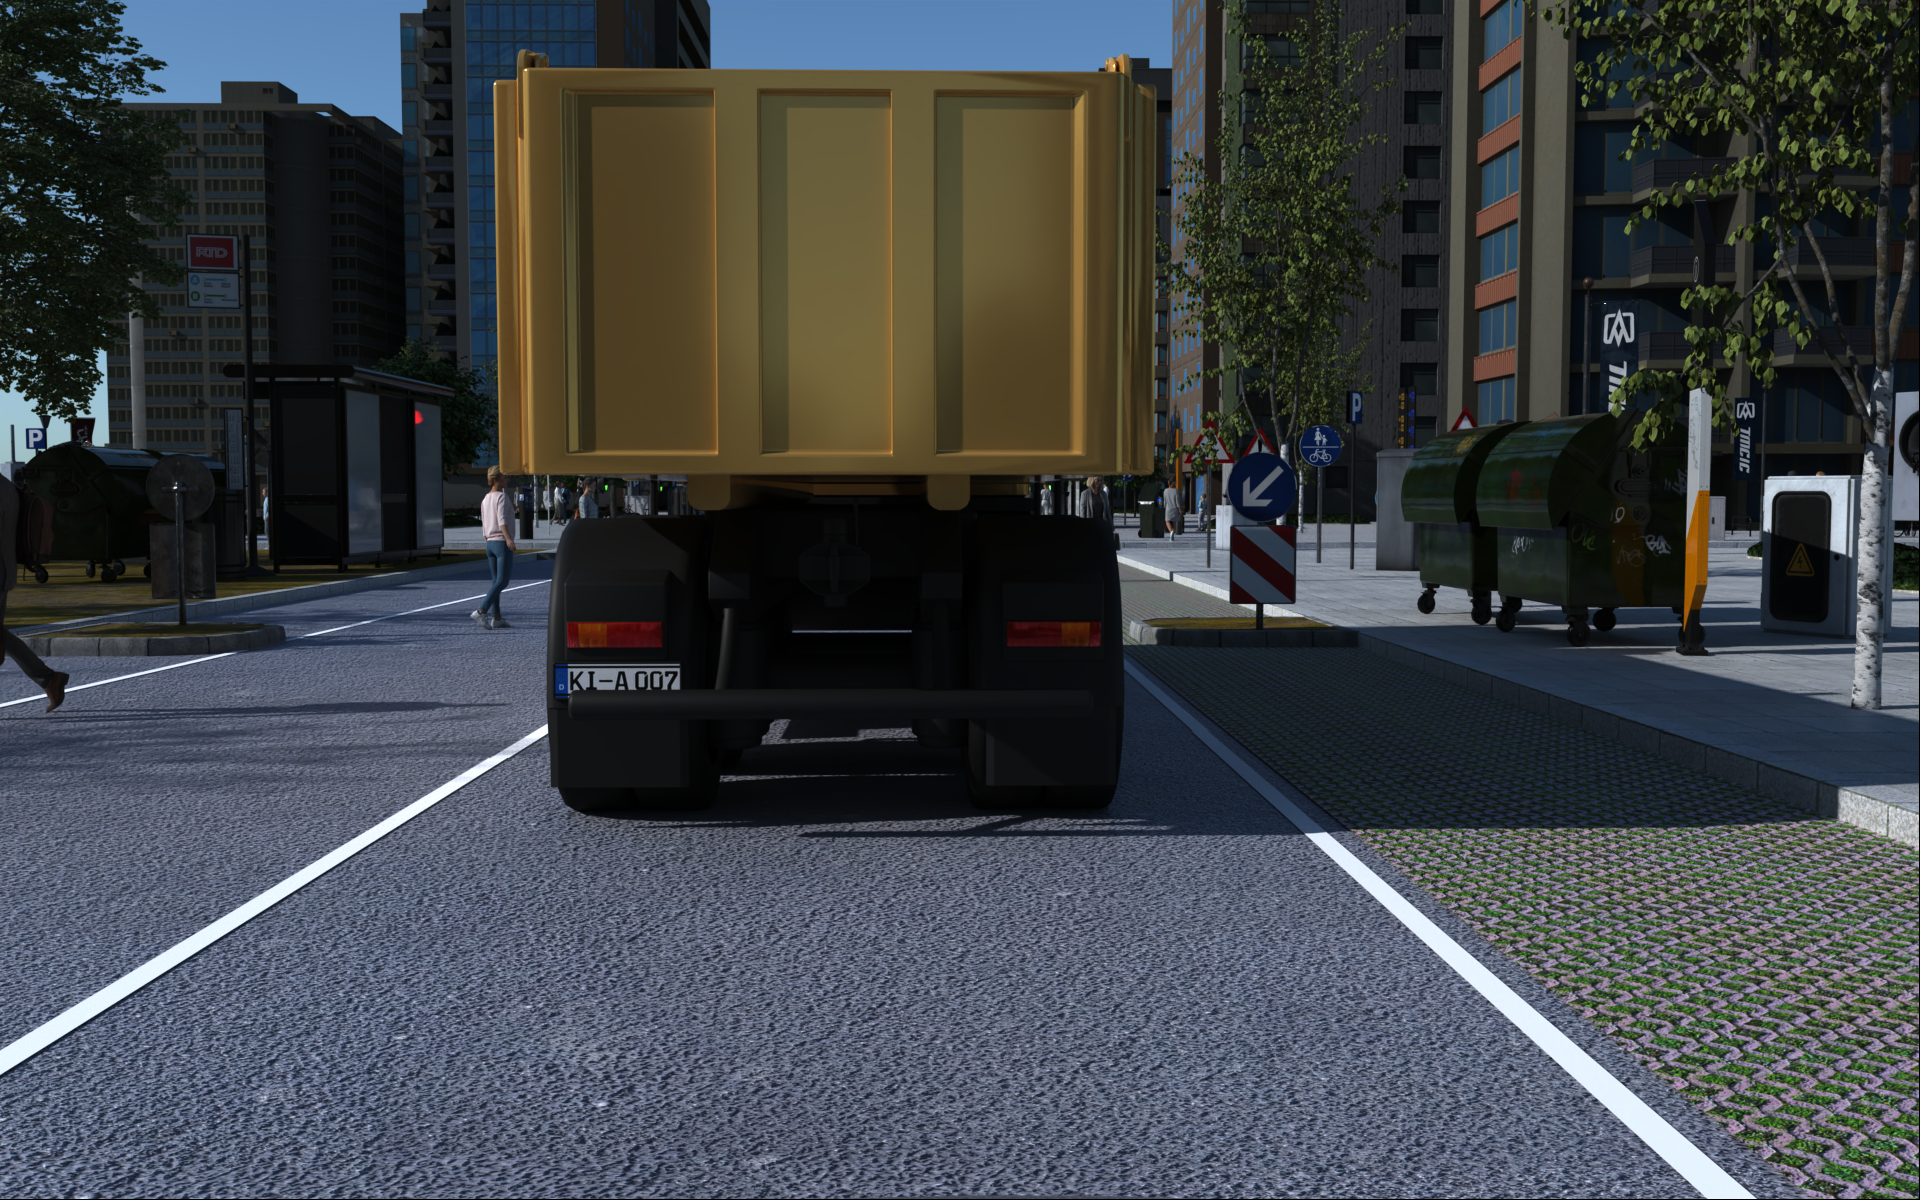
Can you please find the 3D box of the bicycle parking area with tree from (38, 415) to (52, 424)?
[{"bbox_3d":[-35.776,-4.617,62.484,8.231,4.147,9.016,0,4,7],"label":"bicycle parking area with tree"}]

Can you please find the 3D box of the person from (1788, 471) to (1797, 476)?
[{"bbox_3d":[18.892,-2.034,39.403,0.391,1.810,0.635,-1,4,-13],"label":"person"}]

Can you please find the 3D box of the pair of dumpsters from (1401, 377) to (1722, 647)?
[{"bbox_3d":[5.566,-0.856,16.484,1.574,2.255,4.437,0,4,-1],"label":"pair of dumpsters"}]

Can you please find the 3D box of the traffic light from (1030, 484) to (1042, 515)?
[{"bbox_3d":[2.130,-3.559,47.103,0.839,4.253,0.868,0,4,-1],"label":"traffic light"}]

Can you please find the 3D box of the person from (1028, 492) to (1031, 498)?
[{"bbox_3d":[4.176,-6.161,106.882,0.679,1.850,0.850,1,4,12],"label":"person"}]

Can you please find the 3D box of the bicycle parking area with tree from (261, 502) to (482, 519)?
[{"bbox_3d":[-24.638,-5.364,74.708,8.231,4.147,9.016,2,4,33],"label":"bicycle parking area with tree"}]

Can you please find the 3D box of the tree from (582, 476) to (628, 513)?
[{"bbox_3d":[-16.939,-6.126,83.876,4.285,4.588,4.351,0,3,0],"label":"tree"}]

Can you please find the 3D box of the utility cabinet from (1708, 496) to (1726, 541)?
[{"bbox_3d":[20.552,-2.241,47.794,1.020,1.237,0.306,1,4,15],"label":"utility cabinet"}]

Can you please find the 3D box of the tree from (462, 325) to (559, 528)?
[{"bbox_3d":[-15.876,-7.053,65.684,4.737,8.622,4.395,0,3,0],"label":"tree"}]

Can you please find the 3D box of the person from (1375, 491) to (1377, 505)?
[{"bbox_3d":[16.607,-3.783,68.244,0.601,1.785,0.444,-1,4,-12],"label":"person"}]

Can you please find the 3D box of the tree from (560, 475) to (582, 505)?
[{"bbox_3d":[-21.217,-6.133,94.883,1.663,3.219,1.824,0,3,0],"label":"tree"}]

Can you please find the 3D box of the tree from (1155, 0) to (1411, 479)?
[{"bbox_3d":[4.722,-4.599,25.555,4.737,8.622,4.395,0,3,0],"label":"tree"}]

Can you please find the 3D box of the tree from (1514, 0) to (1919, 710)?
[{"bbox_3d":[5.327,-3.667,10.316,4.737,8.622,4.395,0,3,0],"label":"tree"}]

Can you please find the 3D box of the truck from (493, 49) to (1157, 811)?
[{"bbox_3d":[-0.646,-0.951,11.477,3.469,3.379,9.791,0,4,-2],"label":"truck"}]

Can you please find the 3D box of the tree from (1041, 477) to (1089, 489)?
[{"bbox_3d":[4.441,-6.619,91.927,4.285,4.588,4.351,0,3,0],"label":"tree"}]

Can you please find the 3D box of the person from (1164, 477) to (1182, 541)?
[{"bbox_3d":[5.755,-2.447,46.804,0.466,1.731,0.760,0,4,-5],"label":"person"}]

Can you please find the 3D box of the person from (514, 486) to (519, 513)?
[{"bbox_3d":[-25.128,-5.604,98.411,0.760,1.731,0.466,2,4,27],"label":"person"}]

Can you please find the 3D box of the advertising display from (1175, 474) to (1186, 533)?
[{"bbox_3d":[7.180,-3.133,56.435,0.123,1.923,0.974,1,4,22],"label":"advertising display"}]

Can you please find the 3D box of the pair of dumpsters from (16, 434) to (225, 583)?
[{"bbox_3d":[-12.816,-1.489,26.841,1.574,2.255,4.437,0,4,-1],"label":"pair of dumpsters"}]

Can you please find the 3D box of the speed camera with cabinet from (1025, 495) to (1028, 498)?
[{"bbox_3d":[3.519,-6.369,98.471,0.660,3.252,2.038,0,4,-3],"label":"speed camera with cabinet"}]

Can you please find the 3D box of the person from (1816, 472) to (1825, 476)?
[{"bbox_3d":[19.064,-1.952,38.309,0.624,1.780,0.694,2,4,24],"label":"person"}]

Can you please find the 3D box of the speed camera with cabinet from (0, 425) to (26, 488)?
[{"bbox_3d":[-27.199,-3.328,48.742,0.660,3.252,2.038,2,4,32],"label":"speed camera with cabinet"}]

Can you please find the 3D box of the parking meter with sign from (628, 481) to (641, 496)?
[{"bbox_3d":[-12.831,-4.410,68.360,0.543,3.016,1.738,-1,4,-23],"label":"parking meter with sign"}]

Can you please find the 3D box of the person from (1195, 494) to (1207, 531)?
[{"bbox_3d":[8.309,-3.015,59.614,0.394,1.301,0.425,2,4,27],"label":"person"}]

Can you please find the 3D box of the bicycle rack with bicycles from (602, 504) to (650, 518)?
[{"bbox_3d":[-11.992,-2.909,60.943,2.925,0.926,2.852,-1,4,-8],"label":"bicycle rack with bicycles"}]

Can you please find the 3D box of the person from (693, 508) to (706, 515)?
[{"bbox_3d":[-11.655,-4.044,77.664,1.012,1.151,0.738,-2,4,-34],"label":"person"}]

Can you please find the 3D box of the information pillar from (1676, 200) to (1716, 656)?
[{"bbox_3d":[5.848,-1.366,13.695,0.183,3.616,0.504,1,4,13],"label":"information pillar"}]

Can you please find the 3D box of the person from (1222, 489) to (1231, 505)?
[{"bbox_3d":[10.899,-3.904,70.056,0.661,1.801,0.590,3,5,43],"label":"person"}]

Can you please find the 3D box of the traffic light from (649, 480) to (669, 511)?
[{"bbox_3d":[-8.330,-3.546,46.905,0.839,4.253,0.868,0,4,-1],"label":"traffic light"}]

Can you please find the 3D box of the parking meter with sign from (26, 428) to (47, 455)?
[{"bbox_3d":[-24.333,-3.087,46.735,0.543,3.016,1.738,0,4,8],"label":"parking meter with sign"}]

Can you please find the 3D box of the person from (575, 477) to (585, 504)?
[{"bbox_3d":[-13.857,-3.527,63.070,0.648,1.900,0.474,2,4,33],"label":"person"}]

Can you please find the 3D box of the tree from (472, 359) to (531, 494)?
[{"bbox_3d":[-24.823,-8.783,93.960,4.360,8.622,3.978,0,3,0],"label":"tree"}]

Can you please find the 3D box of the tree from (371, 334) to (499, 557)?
[{"bbox_3d":[-11.203,-3.181,35.727,4.285,4.588,4.351,0,3,0],"label":"tree"}]

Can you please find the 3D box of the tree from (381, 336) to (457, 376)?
[{"bbox_3d":[-25.333,-8.030,81.645,4.737,8.622,4.395,0,3,0],"label":"tree"}]

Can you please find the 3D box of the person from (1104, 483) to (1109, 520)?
[{"bbox_3d":[5.274,-3.480,62.811,0.818,1.842,0.514,-2,4,-33],"label":"person"}]

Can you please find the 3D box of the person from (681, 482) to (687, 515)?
[{"bbox_3d":[-10.596,-3.742,67.128,0.656,1.842,0.836,2,4,29],"label":"person"}]

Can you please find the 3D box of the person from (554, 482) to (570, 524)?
[{"bbox_3d":[-17.191,-4.205,74.979,0.721,1.800,0.419,2,4,25],"label":"person"}]

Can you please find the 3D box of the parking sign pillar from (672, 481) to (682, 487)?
[{"bbox_3d":[-13.998,-6.037,87.174,1.447,3.967,1.447,-2,4,-35],"label":"parking sign pillar"}]

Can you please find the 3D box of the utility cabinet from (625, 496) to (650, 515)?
[{"bbox_3d":[-12.412,-3.411,66.932,1.020,1.237,0.306,1,4,21],"label":"utility cabinet"}]

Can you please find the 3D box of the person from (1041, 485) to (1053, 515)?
[{"bbox_3d":[3.633,-4.132,73.955,0.694,1.780,0.624,1,4,10],"label":"person"}]

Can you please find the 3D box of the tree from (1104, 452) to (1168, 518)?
[{"bbox_3d":[9.509,-6.788,94.693,4.285,4.588,4.351,0,3,0],"label":"tree"}]

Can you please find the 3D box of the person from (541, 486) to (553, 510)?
[{"bbox_3d":[-25.262,-6.096,106.073,0.694,1.780,0.624,2,4,24],"label":"person"}]

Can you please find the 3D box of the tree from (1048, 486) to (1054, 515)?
[{"bbox_3d":[4.586,-9.787,78.146,7.486,12.596,7.792,0,3,0],"label":"tree"}]

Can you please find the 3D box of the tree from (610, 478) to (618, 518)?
[{"bbox_3d":[-11.494,-7.557,57.963,8.767,10.594,7.601,0,4,5],"label":"tree"}]

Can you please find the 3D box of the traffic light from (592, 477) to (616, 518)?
[{"bbox_3d":[-8.190,-3.058,38.921,0.839,4.253,0.868,0,4,-1],"label":"traffic light"}]

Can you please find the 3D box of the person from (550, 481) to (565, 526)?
[{"bbox_3d":[-16.326,-3.907,70.151,0.641,1.798,0.478,-1,4,-10],"label":"person"}]

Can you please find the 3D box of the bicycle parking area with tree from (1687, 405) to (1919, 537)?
[{"bbox_3d":[25.920,-4.149,54.842,8.231,4.147,9.016,1,4,21],"label":"bicycle parking area with tree"}]

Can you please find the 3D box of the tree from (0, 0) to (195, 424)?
[{"bbox_3d":[-17.729,-6.942,31.622,7.486,12.596,7.792,0,3,0],"label":"tree"}]

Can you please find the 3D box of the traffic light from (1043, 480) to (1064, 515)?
[{"bbox_3d":[2.270,-3.070,39.119,0.839,4.253,0.868,0,4,-1],"label":"traffic light"}]

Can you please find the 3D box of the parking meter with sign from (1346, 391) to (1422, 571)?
[{"bbox_3d":[7.371,-2.002,28.993,1.738,3.016,0.543,2,4,34],"label":"parking meter with sign"}]

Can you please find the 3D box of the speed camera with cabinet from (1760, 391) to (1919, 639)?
[{"bbox_3d":[8.088,-1.278,15.237,0.660,3.252,2.038,-1,4,-22],"label":"speed camera with cabinet"}]

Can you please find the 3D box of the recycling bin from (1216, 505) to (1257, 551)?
[{"bbox_3d":[6.305,-1.645,39.446,0.722,1.027,0.722,-1,4,-22],"label":"recycling bin"}]
